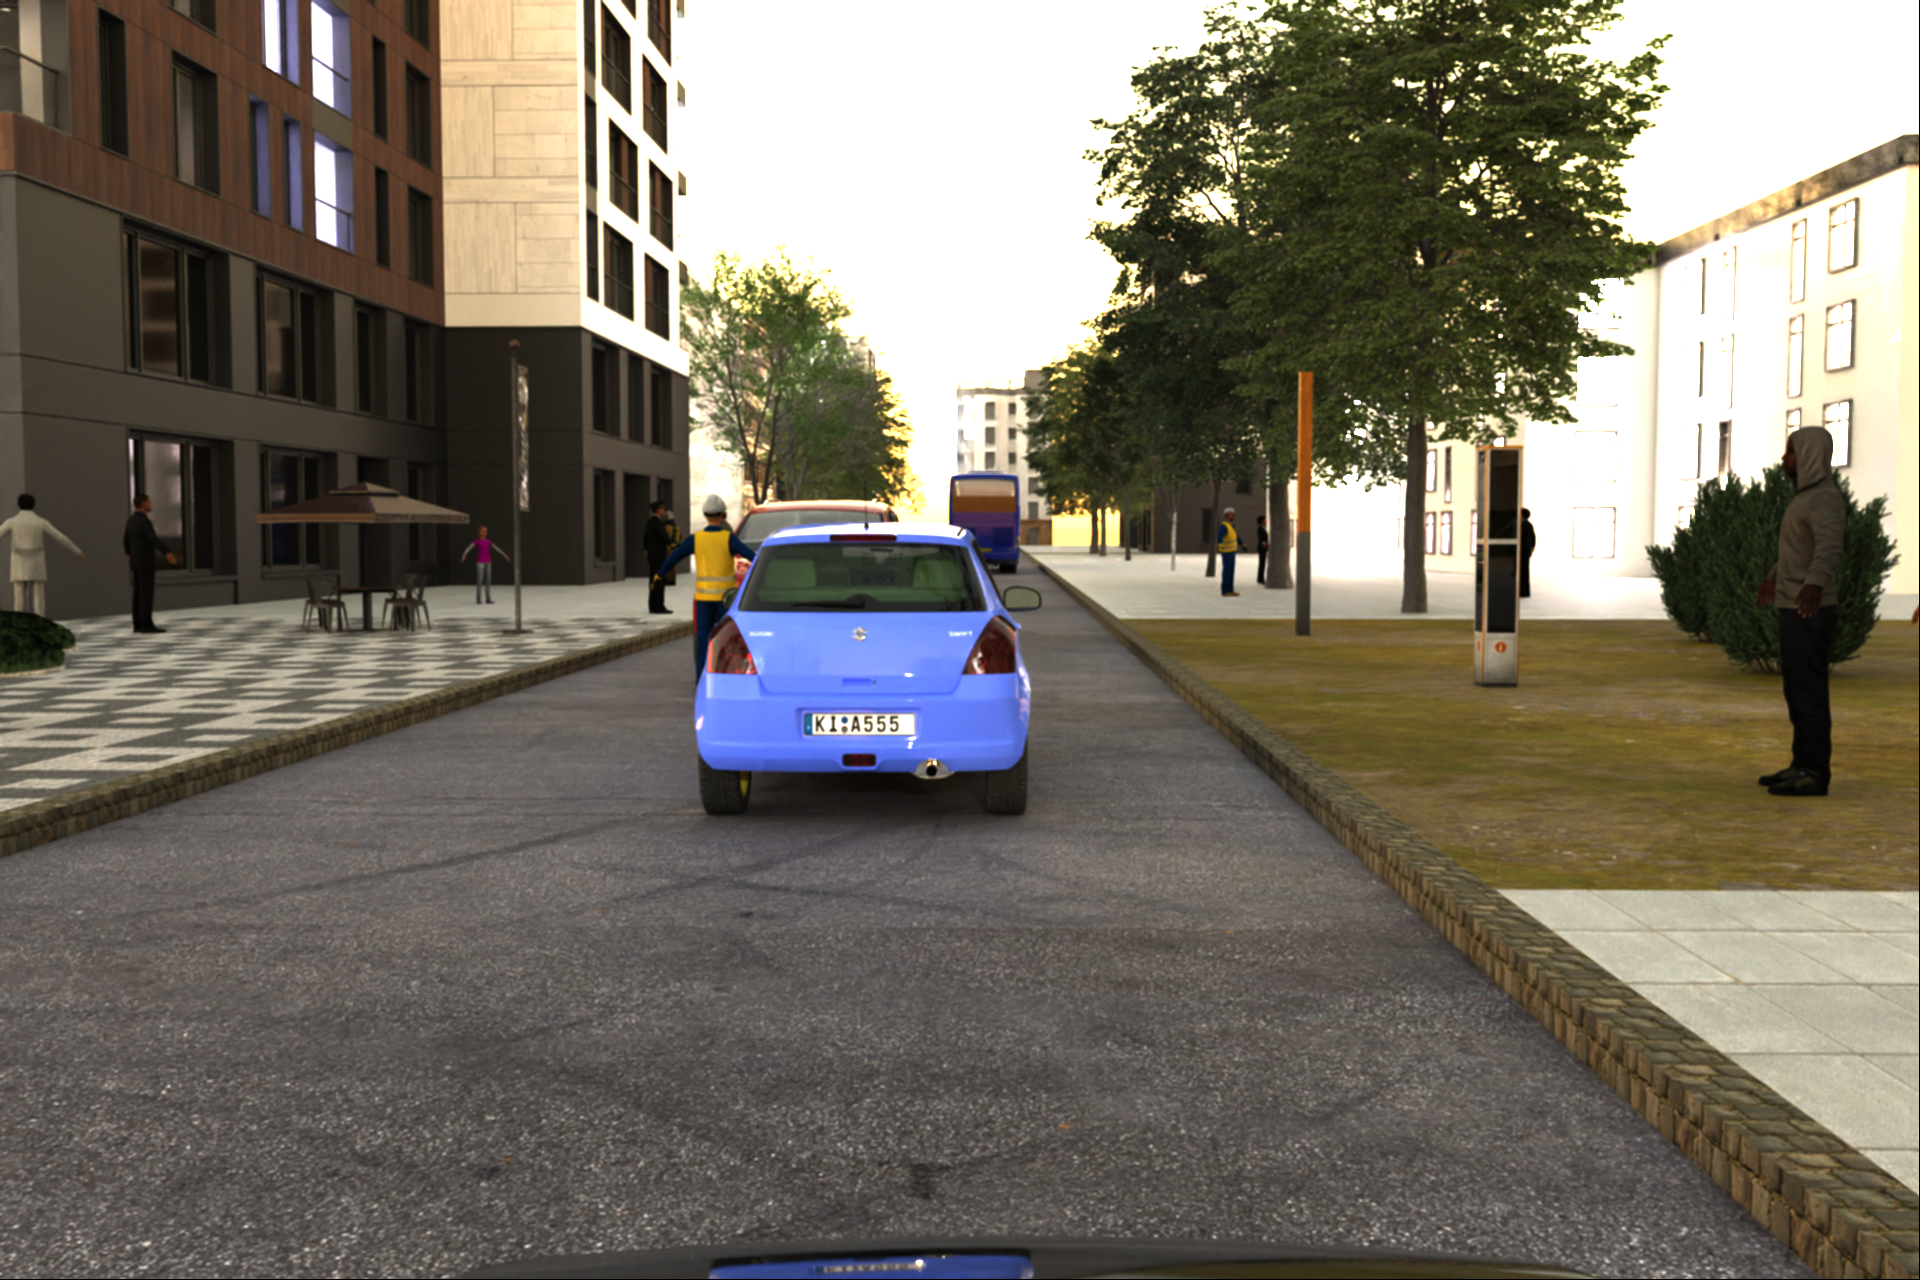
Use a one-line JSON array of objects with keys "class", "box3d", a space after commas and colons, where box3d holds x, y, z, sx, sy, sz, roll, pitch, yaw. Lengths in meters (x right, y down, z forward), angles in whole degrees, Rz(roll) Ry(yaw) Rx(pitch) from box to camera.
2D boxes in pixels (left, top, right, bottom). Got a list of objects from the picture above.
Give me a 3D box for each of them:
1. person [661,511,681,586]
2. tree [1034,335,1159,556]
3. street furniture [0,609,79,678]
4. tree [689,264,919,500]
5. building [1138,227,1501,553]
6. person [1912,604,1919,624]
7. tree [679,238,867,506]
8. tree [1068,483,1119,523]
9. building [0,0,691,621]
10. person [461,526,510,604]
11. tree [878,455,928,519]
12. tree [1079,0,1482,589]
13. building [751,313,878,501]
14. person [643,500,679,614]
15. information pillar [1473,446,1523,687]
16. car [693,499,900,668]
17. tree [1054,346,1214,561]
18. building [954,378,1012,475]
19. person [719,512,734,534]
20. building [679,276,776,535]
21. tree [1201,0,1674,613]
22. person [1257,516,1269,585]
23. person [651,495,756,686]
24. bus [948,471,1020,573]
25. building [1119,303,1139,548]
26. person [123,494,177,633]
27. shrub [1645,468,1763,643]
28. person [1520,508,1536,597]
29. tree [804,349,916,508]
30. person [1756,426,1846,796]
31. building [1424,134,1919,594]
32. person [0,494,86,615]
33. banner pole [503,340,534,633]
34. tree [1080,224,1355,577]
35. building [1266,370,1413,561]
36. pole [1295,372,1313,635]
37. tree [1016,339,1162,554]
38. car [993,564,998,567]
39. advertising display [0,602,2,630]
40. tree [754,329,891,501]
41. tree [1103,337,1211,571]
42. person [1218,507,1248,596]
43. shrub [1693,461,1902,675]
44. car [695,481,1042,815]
[{"class": "person", "box3d": [-7.264, -2.283, 43.101, 0.705, 1.858, 1.354, 1, 4, 22]}, {"class": "tree", "box3d": [7.948, -11.095, 99.525, 7.486, 12.596, 7.792, 0, 3, 0]}, {"class": "street furniture", "box3d": [-12.168, 0.038, 15.013, 5.734, 0.657, 10.072, 2, 4, 34]}, {"class": "tree", "box3d": [-7.533, -10.333, 79.319, 12.009, 13.543, 11.850, 0, 3, 0]}, {"class": "building", "box3d": [27.388, -17.599, 131.713, 27.936, 21.610, 32.646, 0, 4, 2]}, {"class": "person", "box3d": [4.706, -0.062, 7.163, 1.345, 1.843, 0.704, 1, 4, 15]}, {"class": "tree", "box3d": [-7.182, -8.332, 61.990, 9.928, 11.665, 9.643, 0, 3, 0]}, {"class": "tree", "box3d": [16.583, -17.900, 203.042, 12.009, 13.543, 11.850, 0, 3, 0]}, {"class": "building", "box3d": [-23.328, -12.037, 40.774, 27.936, 21.610, 32.646, 0, 4, 2]}, {"class": "person", "box3d": [-8.702, -1.375, 31.743, 0.599, 1.433, 0.991, 3, 5, 44]}, {"class": "tree", "box3d": [-7.179, -16.423, 202.930, 7.601, 10.594, 8.767, 0, 4, 3]}, {"class": "tree", "box3d": [7.421, -8.179, 40.389, 9.857, 13.997, 8.962, 0, 3, 0]}, {"class": "building", "box3d": [-23.454, -20.351, 176.709, 27.936, 21.610, 32.646, 0, 4, 1]}, {"class": "person", "box3d": [-4.861, -1.349, 27.988, 0.705, 1.837, 1.347, -2, 4, -33]}, {"class": "information pillar", "box3d": [4.524, -0.617, 14.575, 0.304, 2.012, 0.304, 0, 4, 2]}, {"class": "car", "box3d": [-1.493, -0.600, 18.490, 2.281, 1.827, 5.304, 0, 4, 2]}, {"class": "tree", "box3d": [8.258, -9.132, 83.713, 8.767, 10.594, 7.601, 1, 4, 18]}, {"class": "building", "box3d": [-0.422, -21.075, 203.453, 11.380, 20.090, 16.016, 0, 4, 6]}, {"class": "person", "box3d": [-5.140, -1.898, 37.308, 0.705, 1.796, 1.348, 2, 4, 27]}, {"class": "building", "box3d": [-24.250, -18.282, 129.836, 19.493, 23.208, 18.063, 0, 4, 1]}, {"class": "tree", "box3d": [7.716, -6.701, 27.692, 7.486, 12.596, 7.792, 0, 3, 0]}, {"class": "person", "box3d": [7.741, -2.274, 43.895, 0.721, 1.740, 1.216, 1, 4, 13]}, {"class": "person", "box3d": [-2.131, -0.385, 15.220, 1.216, 1.772, 0.721, 0, 4, 6]}, {"class": "bus", "box3d": [0.966, -4.607, 66.875, 2.896, 3.916, 12.251, 0, 4, 1]}, {"class": "building", "box3d": [29.427, -19.907, 169.453, 27.936, 21.610, 32.646, 0, 4, 2]}, {"class": "person", "box3d": [-10.569, -0.994, 22.474, 1.346, 1.802, 0.704, 3, 5, 42]}, {"class": "shrub", "box3d": [9.104, -1.012, 20.585, 1.661, 2.075, 1.752, 0, 3, 0]}, {"class": "person", "box3d": [11.410, -1.772, 35.157, 0.705, 1.806, 1.347, 3, 5, 42]}, {"class": "tree", "box3d": [-6.438, -11.536, 106.740, 7.486, 12.596, 7.792, 0, 3, 0]}, {"class": "person", "box3d": [4.176, -0.151, 8.605, 0.705, 1.813, 1.348, 1, 4, 17]}, {"class": "building", "box3d": [20.967, -6.627, 50.501, 9.099, 9.664, 28.070, 0, 4, 2]}, {"class": "person", "box3d": [-12.213, -1.010, 22.702, 1.347, 1.806, 0.705, -2, 4, -28]}, {"class": "banner pole", "box3d": [-5.745, -1.997, 22.666, 0.401, 3.779, 0.863, 0, 4, 1]}, {"class": "tree", "box3d": [7.620, -7.150, 51.322, 8.767, 10.594, 7.601, -1, 4, -21]}, {"class": "building", "box3d": [21.707, -8.777, 85.646, 9.099, 9.664, 28.070, 0, 4, 1]}, {"class": "pole", "box3d": [4.349, -1.715, 21.878, 0.158, 3.312, 0.155, 0, 3, 0]}, {"class": "tree", "box3d": [8.527, -12.475, 110.622, 9.857, 13.997, 8.962, 0, 3, 0]}, {"class": "car", "box3d": [0.862, -4.137, 77.862, 2.015, 1.641, 3.980, 0, 4, 1]}, {"class": "advertising display", "box3d": [-6.596, -0.371, 11.286, 0.123, 1.923, 0.974, 0, 4, 2]}, {"class": "tree", "box3d": [-7.554, -10.737, 93.675, 7.486, 12.596, 7.792, 0, 3, 0]}, {"class": "tree", "box3d": [7.559, -6.707, 60.019, 4.360, 8.622, 3.978, 0, 3, 0]}, {"class": "person", "box3d": [5.583, -1.823, 35.783, 0.705, 1.833, 1.349, 2, 4, 32]}, {"class": "shrub", "box3d": [7.641, -0.722, 15.851, 1.661, 2.075, 1.752, 0, 3, 0]}, {"class": "car", "box3d": [-0.478, -0.034, 10.142, 1.945, 1.707, 3.694, 0, 3, 0]}]
